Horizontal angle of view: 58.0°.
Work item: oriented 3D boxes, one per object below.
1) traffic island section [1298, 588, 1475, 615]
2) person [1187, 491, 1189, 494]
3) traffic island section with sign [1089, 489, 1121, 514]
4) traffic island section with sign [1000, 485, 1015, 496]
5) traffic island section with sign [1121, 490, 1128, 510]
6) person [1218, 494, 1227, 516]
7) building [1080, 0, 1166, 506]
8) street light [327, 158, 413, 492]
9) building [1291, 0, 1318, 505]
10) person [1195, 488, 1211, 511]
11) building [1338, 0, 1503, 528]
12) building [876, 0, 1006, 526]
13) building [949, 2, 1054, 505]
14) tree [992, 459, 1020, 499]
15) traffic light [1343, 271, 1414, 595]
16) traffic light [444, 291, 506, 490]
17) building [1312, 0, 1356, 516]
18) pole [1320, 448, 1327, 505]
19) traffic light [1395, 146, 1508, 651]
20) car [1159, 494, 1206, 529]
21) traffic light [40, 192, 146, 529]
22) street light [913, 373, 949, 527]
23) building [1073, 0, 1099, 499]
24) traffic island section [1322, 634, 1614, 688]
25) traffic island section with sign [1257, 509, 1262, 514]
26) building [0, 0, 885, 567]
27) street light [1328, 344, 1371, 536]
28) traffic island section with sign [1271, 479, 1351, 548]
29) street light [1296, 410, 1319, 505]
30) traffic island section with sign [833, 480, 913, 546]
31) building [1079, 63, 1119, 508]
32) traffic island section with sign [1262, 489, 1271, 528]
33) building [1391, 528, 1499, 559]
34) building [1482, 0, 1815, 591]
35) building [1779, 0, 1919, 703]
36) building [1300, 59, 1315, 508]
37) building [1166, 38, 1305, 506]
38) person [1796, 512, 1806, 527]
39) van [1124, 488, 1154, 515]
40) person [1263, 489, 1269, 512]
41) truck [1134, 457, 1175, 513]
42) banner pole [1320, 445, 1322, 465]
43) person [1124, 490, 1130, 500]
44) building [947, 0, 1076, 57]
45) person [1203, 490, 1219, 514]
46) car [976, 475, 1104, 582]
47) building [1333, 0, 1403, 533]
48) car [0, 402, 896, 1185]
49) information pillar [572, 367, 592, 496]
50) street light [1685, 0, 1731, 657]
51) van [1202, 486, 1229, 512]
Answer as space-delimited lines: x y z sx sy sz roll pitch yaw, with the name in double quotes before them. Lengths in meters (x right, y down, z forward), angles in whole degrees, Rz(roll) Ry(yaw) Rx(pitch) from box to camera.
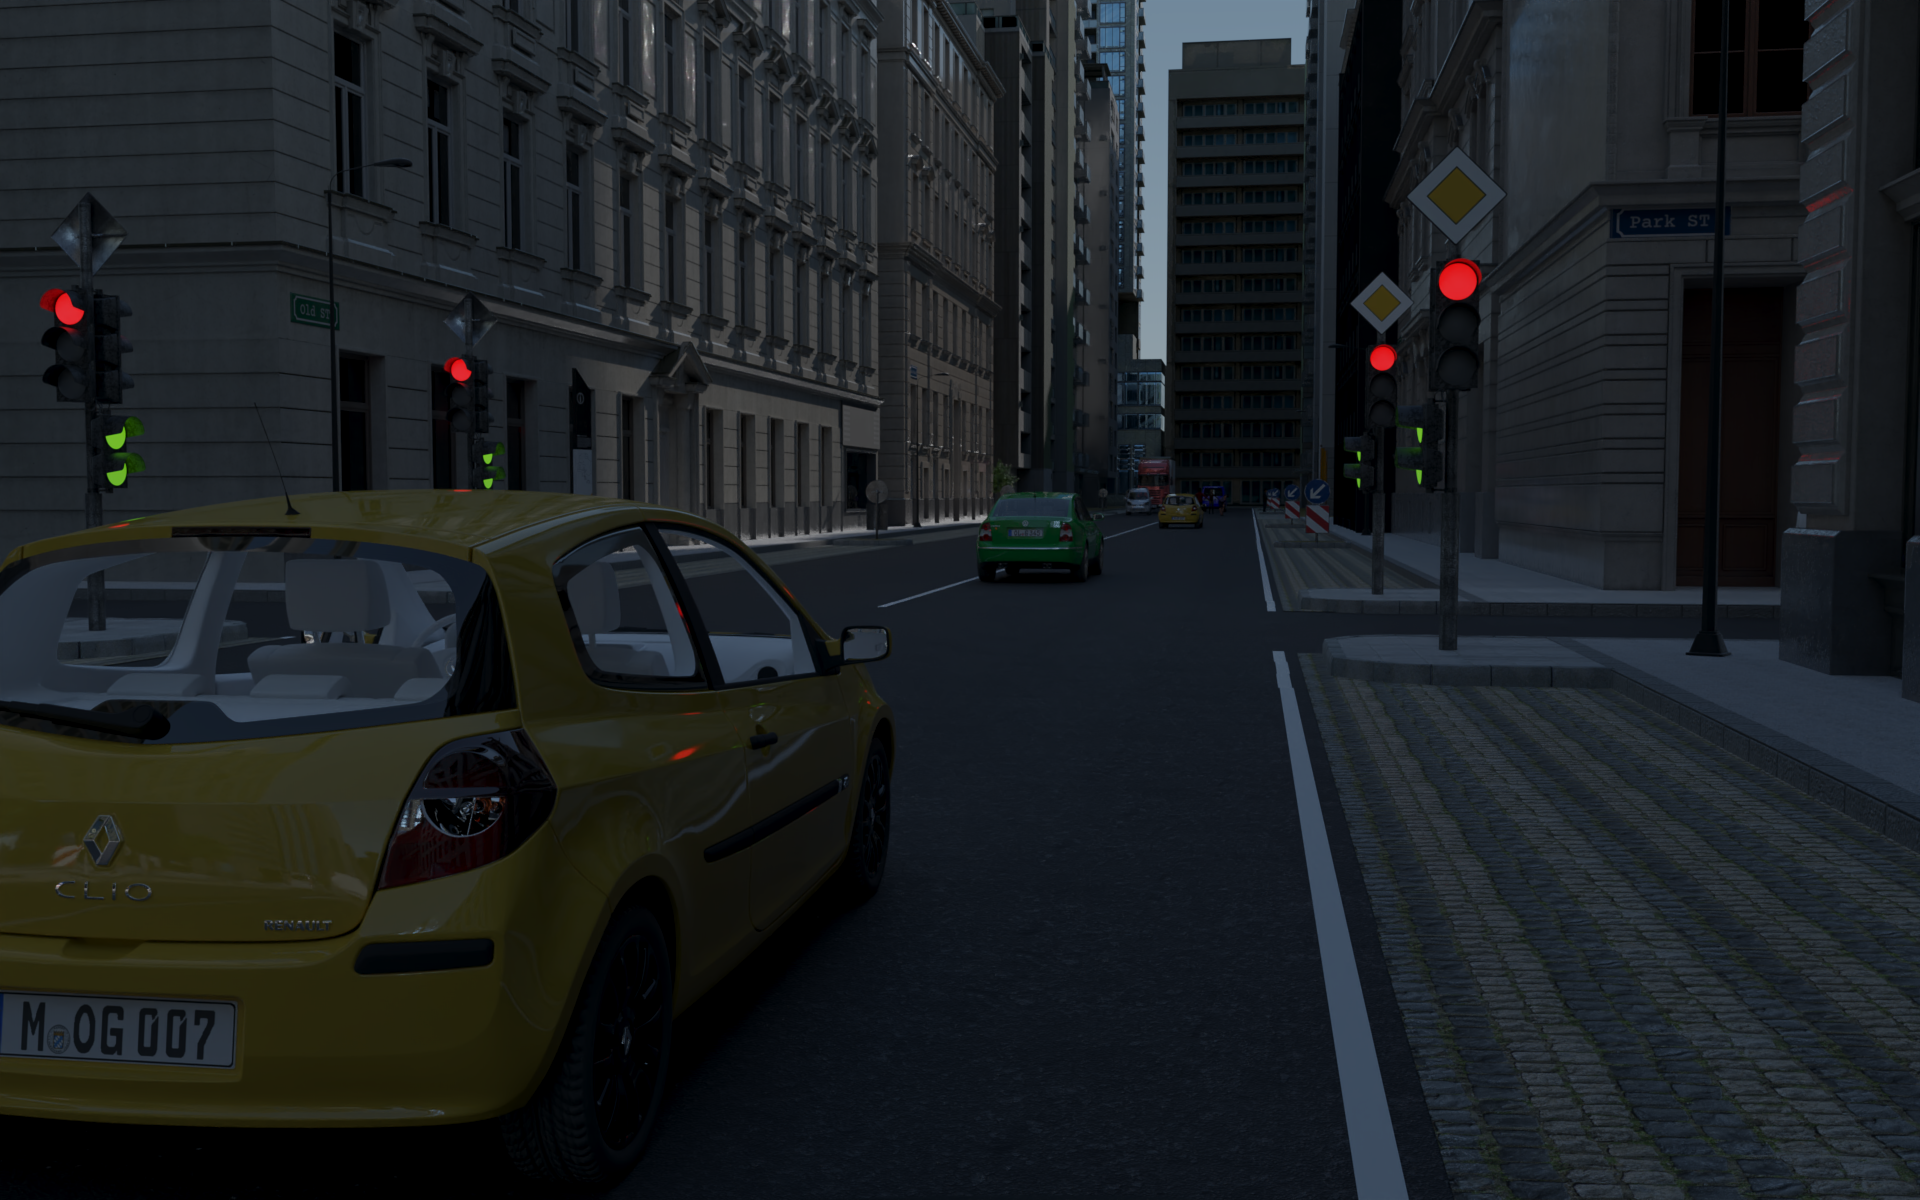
"traffic island section" 5.359 0.009 22.141 2.009 0.180 2.903 1 4 9
"person" 23.088 -10.223 176.184 0.617 1.759 0.750 -2 4 -31
"traffic island section with sign" 10.338 -7.095 124.627 1.989 1.847 2.006 1 4 9
"traffic island section with sign" 2.071 -4.076 75.274 1.989 1.847 2.006 1 4 9
"traffic island section with sign" 14.902 -8.758 151.827 1.989 1.847 2.006 1 4 9
"person" 17.230 -6.223 113.486 0.421 1.427 0.697 -2 4 -26
"building" 7.432 -53.793 192.179 31.000 86.520 22.319 1 4 9
"street light" -8.246 -3.158 24.170 1.470 5.913 1.316 1 4 9
"building" 39.110 -31.770 139.047 23.786 49.044 30.456 1 4 9
"person" 14.498 -5.885 104.683 1.348 1.831 0.705 1 4 21
"building" 25.407 -18.028 82.154 14.401 28.519 23.554 1 4 9
"building" -5.729 -17.337 80.717 12.463 27.353 25.104 1 4 9
"building" -2.036 -20.476 106.491 14.160 30.474 14.107 1 4 9
"tree" 2.220 -6.255 96.870 1.663 3.219 1.824 0 3 0
"traffic light" 5.321 -2.025 22.034 0.839 4.253 0.868 1 4 9
"traffic light" -6.775 -2.148 24.035 0.839 4.253 0.868 1 4 9
"building" 33.413 -34.737 109.954 21.231 58.520 28.212 1 4 9
"pole" 16.064 -5.073 76.794 0.158 3.312 0.155 0 3 0
"traffic light" 4.003 -1.544 14.158 0.839 4.253 0.868 1 4 9
"car" 9.370 -3.854 73.238 2.015 1.641 3.980 1 4 11
"traffic light" -8.094 -1.666 16.159 0.839 4.253 0.868 1 4 9
"street light" -1.108 -5.748 66.517 1.470 5.913 1.316 1 4 9
"building" -1.085 -31.989 142.636 23.786 49.044 30.456 1 4 9
"traffic island section" 4.041 0.490 14.265 2.009 0.180 2.903 1 4 9
"traffic island section with sign" 22.172 -6.965 122.503 1.989 1.847 2.006 1 4 9
"building" -13.992 -16.518 46.480 17.030 29.872 44.131 1 4 9
"street light" 12.091 -4.964 53.709 1.470 5.913 1.316 1 4 9
"traffic island section with sign" 9.433 -2.310 46.402 1.989 1.847 2.006 1 4 9
"street light" 19.273 -7.545 95.896 1.470 5.913 1.316 1 4 9
"traffic island section with sign" -2.385 -2.445 48.606 1.989 1.847 2.006 1 4 9
"building" 8.135 -29.632 168.083 14.086 41.232 14.154 1 4 9
"traffic island section with sign" 13.911 -3.947 73.162 1.989 1.847 2.006 1 4 9
"building" 18.280 -15.653 43.312 14.401 28.519 23.554 1 4 9
"building" 18.999 -11.592 25.679 21.152 22.565 11.583 1 4 9
"building" 9.550 -10.640 2.842 11.050 23.489 19.941 1 4 9
"building" 39.171 -29.275 162.239 14.154 41.232 14.086 1 4 9
"building" 33.595 -34.553 188.649 21.600 48.544 21.300 1 4 9
"person" 9.597 -0.508 19.408 0.503 1.515 0.523 2 4 28
"van" 12.141 -6.760 117.531 2.013 2.044 4.112 0 4 8
"person" 22.591 -7.318 128.166 0.705 1.821 1.348 0 4 -5
"truck" 15.001 -8.770 132.307 2.839 4.237 11.283 1 4 9
"banner pole" 18.386 -5.989 87.936 0.401 3.779 0.863 2 4 28
"person" 13.398 -7.893 138.255 0.721 1.736 1.217 3 4 37
"building" 0.297 -26.694 120.039 14.154 41.232 14.086 1 4 9
"person" 17.802 -6.944 122.559 1.217 1.766 0.721 0 4 -2
"car" 1.434 -1.277 29.674 1.959 1.807 4.718 1 4 10
"building" 20.394 -14.273 63.047 12.332 23.373 15.834 1 4 9
"car" -1.297 0.312 5.117 2.015 1.641 3.980 1 4 9
"information pillar" -7.054 -2.506 32.333 0.183 3.616 0.504 2 4 23
"street light" 5.434 -2.519 13.722 1.470 5.913 1.316 1 4 9
"van" 20.320 -8.195 138.373 2.240 2.365 5.245 1 4 10
